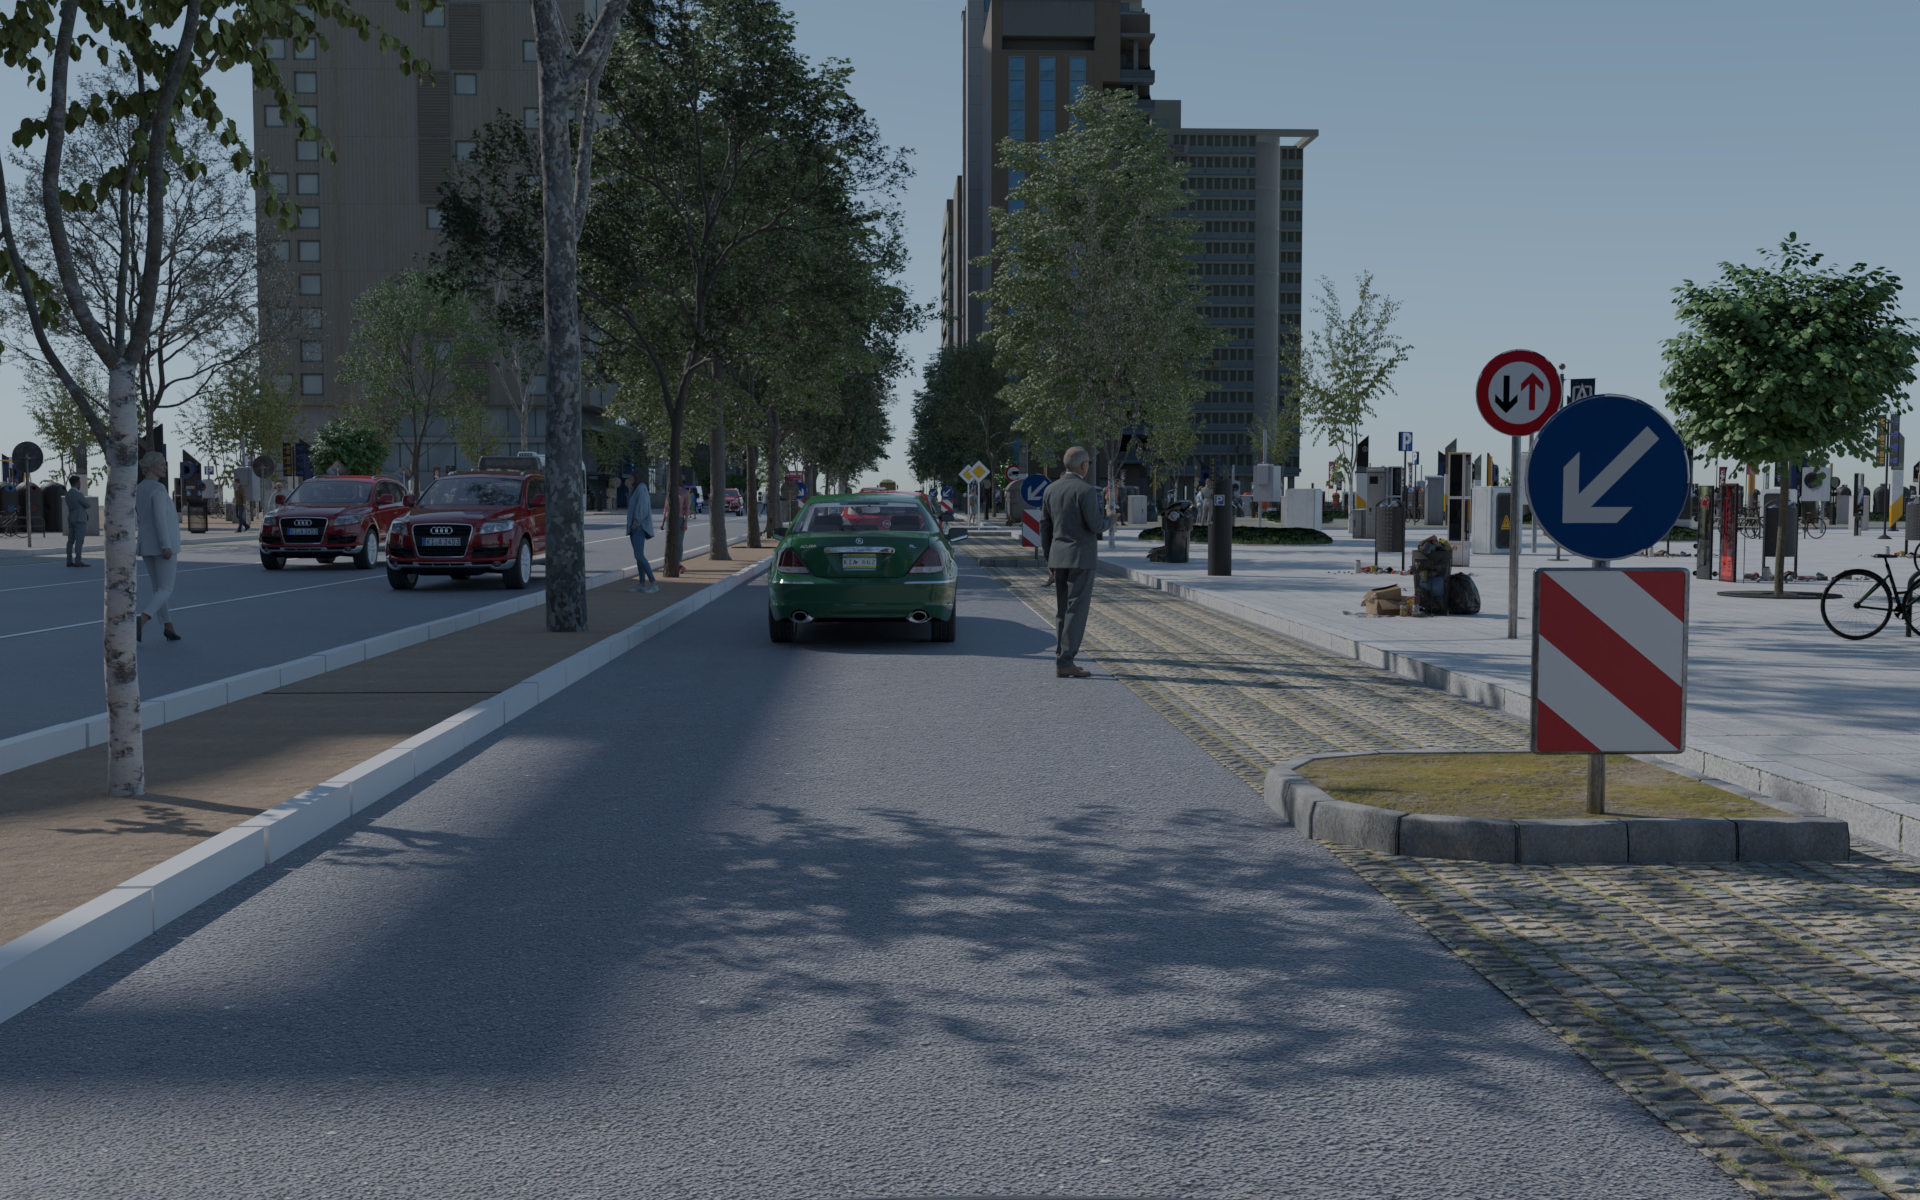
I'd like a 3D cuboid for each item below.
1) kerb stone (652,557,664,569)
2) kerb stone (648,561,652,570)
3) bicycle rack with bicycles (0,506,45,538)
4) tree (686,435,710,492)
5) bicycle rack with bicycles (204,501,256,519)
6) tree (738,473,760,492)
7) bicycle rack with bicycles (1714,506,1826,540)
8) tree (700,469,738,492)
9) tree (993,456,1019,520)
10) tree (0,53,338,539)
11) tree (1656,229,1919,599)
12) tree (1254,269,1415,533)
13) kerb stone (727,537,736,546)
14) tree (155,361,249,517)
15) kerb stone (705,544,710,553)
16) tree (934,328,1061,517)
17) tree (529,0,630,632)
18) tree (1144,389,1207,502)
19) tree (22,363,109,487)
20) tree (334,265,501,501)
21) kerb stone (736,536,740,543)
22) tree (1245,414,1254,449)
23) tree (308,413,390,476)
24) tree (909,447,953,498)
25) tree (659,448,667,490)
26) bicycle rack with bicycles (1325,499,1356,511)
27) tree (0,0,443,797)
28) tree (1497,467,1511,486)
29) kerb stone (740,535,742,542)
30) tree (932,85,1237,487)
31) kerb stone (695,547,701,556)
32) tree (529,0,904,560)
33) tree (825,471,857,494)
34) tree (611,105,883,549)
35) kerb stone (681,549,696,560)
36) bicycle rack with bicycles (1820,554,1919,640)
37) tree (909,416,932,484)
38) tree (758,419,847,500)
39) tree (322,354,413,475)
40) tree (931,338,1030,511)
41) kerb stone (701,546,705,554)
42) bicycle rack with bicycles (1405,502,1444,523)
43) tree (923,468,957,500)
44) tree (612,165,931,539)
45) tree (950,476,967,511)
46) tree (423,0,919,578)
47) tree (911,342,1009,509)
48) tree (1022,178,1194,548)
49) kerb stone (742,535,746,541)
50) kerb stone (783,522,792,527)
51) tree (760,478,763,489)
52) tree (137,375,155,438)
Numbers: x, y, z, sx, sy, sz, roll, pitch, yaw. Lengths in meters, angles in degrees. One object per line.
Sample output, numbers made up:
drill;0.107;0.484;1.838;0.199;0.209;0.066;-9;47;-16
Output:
kerb stone;-5.916;-0.704;33.808;0.120;0.150;1.000;0;4;-2
kerb stone;-5.828;-0.579;31.754;0.120;0.150;1.000;0;4;-2
bicycle rack with bicycles;-28.339;-2.274;50.560;2.852;0.926;2.925;2;4;33
tree;-28.335;-14.526;187.859;4.737;8.622;4.395;0;3;0
bicycle rack with bicycles;-38.565;-4.744;90.948;2.925;0.926;2.852;-2;4;-24
tree;-30.431;-15.318;234.161;4.285;4.588;4.351;0;3;0
bicycle rack with bicycles;23.085;-2.252;50.209;2.852;0.926;2.925;-1;4;-22
tree;-30.726;-14.386;218.921;4.285;4.588;4.351;0;3;0
tree;2.591;-5.688;87.602;1.663;3.219;1.824;0;3;0
tree;-23.117;-8.475;48.942;12.009;13.543;11.850;0;3;0
tree;10.241;-2.316;21.580;4.285;4.588;4.351;0;3;0
tree;12.510;-6.481;56.328;4.737;8.622;4.395;0;3;0
kerb stone;-6.523;-1.640;49.148;0.120;0.150;1.000;0;4;-2
tree;-40.878;-8.858;95.192;4.360;8.622;3.978;0;3;0
kerb stone;-6.247;-1.208;41.988;0.120;0.150;1.000;0;4;-2
tree;2.081;-9.909;96.422;8.767;10.594;7.601;2;4;27
tree;-2.852;-9.681;16.635;12.611;20.169;13.585;0;3;0
tree;13.705;-9.772;110.139;4.737;8.622;4.395;0;3;0
tree;-48.537;-8.803;94.286;4.360;8.622;3.978;0;3;0
tree;-24.672;-9.343;78.513;9.928;11.665;9.643;0;3;0
kerb stone;-6.564;-1.707;50.176;0.120;0.150;1.000;0;4;-2
tree;22.820;-10.625;124.087;4.737;8.622;4.395;0;3;0
tree;-24.741;-5.280;70.049;4.285;4.588;4.351;0;3;0
tree;-2.674;-15.332;201.044;4.737;8.622;4.395;0;3;0
tree;-27.348;-12.248;150.616;4.737;8.622;4.395;0;3;0
bicycle rack with bicycles;26.327;-6.242;115.441;2.852;0.926;2.925;-1;4;-10
tree;-4.000;-3.386;8.177;4.737;8.622;4.395;0;3;0
tree;33.041;-6.632;103.036;1.663;3.219;1.824;0;3;0
kerb stone;-6.608;-1.774;51.197;0.120;0.150;1.000;0;4;-2
tree;3.885;-7.967;48.380;7.486;12.596;7.792;0;3;0
kerb stone;-6.154;-1.083;39.943;0.120;0.150;1.000;0;4;-2
tree;-5.076;-7.091;36.525;7.486;12.596;7.792;0;3;0
tree;-9.001;-10.501;124.517;4.360;8.622;3.978;0;3;0
tree;-5.537;-7.163;45.332;9.928;11.665;9.643;0;3;0
kerb stone;-6.114;-1.020;38.916;0.120;0.150;1.000;0;4;-2
bicycle rack with bicycles;8.843;-0.069;14.513;2.925;0.926;2.852;2;4;26
tree;-3.726;-18.816;225.767;7.486;12.596;7.792;0;3;0
tree;-6.426;-7.087;68.692;4.737;8.622;4.395;0;3;0
tree;-29.574;-8.374;87.269;4.360;8.622;3.978;0;3;0
tree;0.730;-12.869;127.409;9.611;12.733;9.660;0;3;0
kerb stone;-6.200;-1.145;40.964;0.120;0.150;1.000;0;4;-2
bicycle rack with bicycles;21.255;-3.982;78.485;2.925;0.926;2.852;-2;4;-31
tree;-1.461;-13.786;175.758;4.360;8.622;3.978;0;3;0
tree;-5.950;-8.298;55.142;9.611;12.733;9.660;0;3;0
tree;0.343;-8.585;134.963;1.663;3.219;1.824;0;3;0
tree;-4.948;-5.632;28.956;8.767;10.594;7.601;0;4;-2
tree;0.310;-14.506;143.835;9.857;13.997;8.962;0;3;0
tree;3.547;-5.506;40.385;4.360;8.622;3.978;0;3;0
kerb stone;-6.646;-1.836;52.220;0.120;0.150;1.000;0;4;-2
kerb stone;-7.604;-3.307;76.267;0.120;0.150;1.000;0;4;-2
tree;-31.650;-17.055;262.566;4.285;4.588;4.351;0;3;0
tree;-48.108;-9.147;99.913;4.360;8.622;3.978;0;3;0
